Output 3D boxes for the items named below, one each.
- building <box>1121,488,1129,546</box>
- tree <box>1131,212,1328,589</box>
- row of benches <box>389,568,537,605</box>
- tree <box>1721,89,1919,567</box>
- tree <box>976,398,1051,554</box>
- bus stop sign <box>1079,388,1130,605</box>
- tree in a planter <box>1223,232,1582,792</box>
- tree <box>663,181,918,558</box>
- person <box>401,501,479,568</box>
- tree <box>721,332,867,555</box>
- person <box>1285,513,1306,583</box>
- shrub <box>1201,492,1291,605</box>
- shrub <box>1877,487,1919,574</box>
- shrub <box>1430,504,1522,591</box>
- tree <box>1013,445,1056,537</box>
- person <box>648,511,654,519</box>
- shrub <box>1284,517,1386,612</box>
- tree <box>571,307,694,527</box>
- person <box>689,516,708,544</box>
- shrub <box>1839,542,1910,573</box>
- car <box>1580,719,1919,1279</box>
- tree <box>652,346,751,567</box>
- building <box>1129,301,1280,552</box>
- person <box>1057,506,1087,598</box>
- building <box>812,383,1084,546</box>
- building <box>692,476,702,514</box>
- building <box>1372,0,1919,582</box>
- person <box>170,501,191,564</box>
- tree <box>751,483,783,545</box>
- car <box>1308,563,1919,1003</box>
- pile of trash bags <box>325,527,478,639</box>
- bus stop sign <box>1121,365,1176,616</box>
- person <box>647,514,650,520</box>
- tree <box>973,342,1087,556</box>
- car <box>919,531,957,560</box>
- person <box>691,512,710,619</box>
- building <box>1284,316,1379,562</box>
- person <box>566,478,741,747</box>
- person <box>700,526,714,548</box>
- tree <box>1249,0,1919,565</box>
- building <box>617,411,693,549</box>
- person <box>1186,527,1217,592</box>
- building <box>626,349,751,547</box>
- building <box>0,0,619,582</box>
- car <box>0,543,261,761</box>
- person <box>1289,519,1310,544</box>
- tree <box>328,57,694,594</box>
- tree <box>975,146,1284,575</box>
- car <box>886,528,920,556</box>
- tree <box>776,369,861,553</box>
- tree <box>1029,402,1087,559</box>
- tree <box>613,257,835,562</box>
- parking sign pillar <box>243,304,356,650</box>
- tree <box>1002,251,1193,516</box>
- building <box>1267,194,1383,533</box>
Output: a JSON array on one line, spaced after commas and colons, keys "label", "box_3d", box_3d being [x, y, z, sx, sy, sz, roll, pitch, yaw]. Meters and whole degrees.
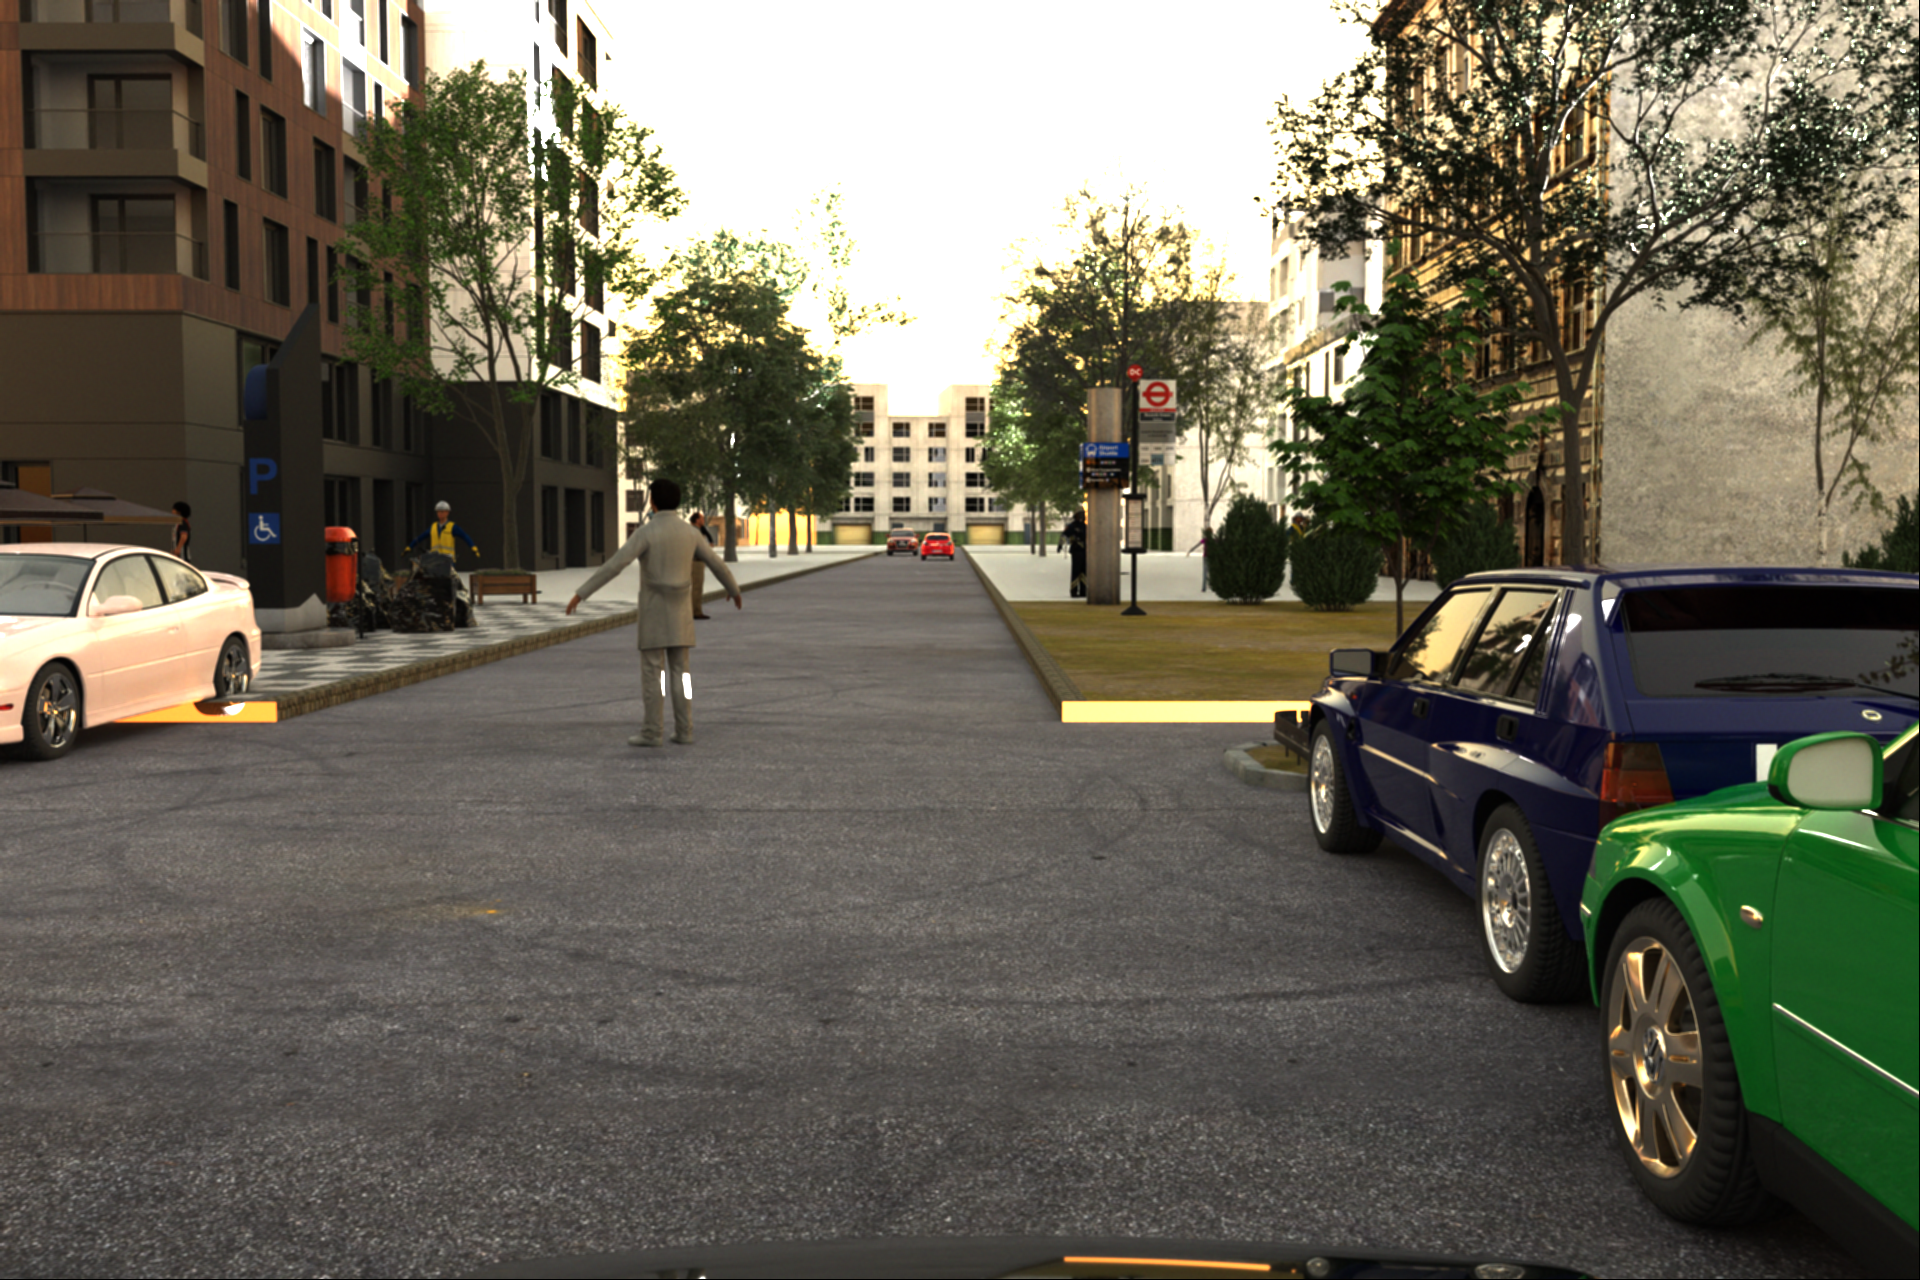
[{"label": "building", "box_3d": [21.391, -14.418, 177.874, 9.099, 9.664, 28.070, 0, 4, 0]}, {"label": "tree", "box_3d": [5.615, -5.506, 40.387, 4.360, 8.622, 3.978, 0, 3, 0]}, {"label": "row of benches", "box_3d": [-9.528, -0.951, 31.015, 4.104, 0.672, 1.422, -2, 4, -30]}, {"label": "tree", "box_3d": [14.467, -4.832, 29.369, 4.360, 8.622, 3.978, 0, 3, 0]}, {"label": "tree", "box_3d": [4.387, -10.683, 109.078, 8.767, 10.594, 7.601, 3, 5, 41]}, {"label": "bus stop sign", "box_3d": [2.615, -2.596, 31.464, 0.837, 3.901, 0.837, 0, 4, 0]}, {"label": "tree in a planter", "box_3d": [2.631, -0.801, 10.316, 1.991, 3.239, 1.994, 0, 3, 0]}, {"label": "tree", "box_3d": [-9.043, -14.494, 92.865, 12.611, 20.169, 13.585, 0, 3, 0]}, {"label": "person", "box_3d": [-7.757, -1.188, 25.892, 1.216, 1.772, 0.721, 0, 4, 7]}, {"label": "tree", "box_3d": [-10.390, -12.246, 106.870, 9.857, 13.997, 8.962, 0, 3, 0]}, {"label": "person", "box_3d": [8.478, -2.282, 43.284, 1.349, 1.833, 0.705, -3, 4, -37]}, {"label": "shrub", "box_3d": [5.234, -1.683, 31.551, 1.661, 2.075, 1.752, 0, 3, 0]}, {"label": "shrub", "box_3d": [13.811, -1.236, 24.621, 1.690, 2.028, 1.600, 0, 3, 0]}, {"label": "shrub", "box_3d": [9.484, -1.683, 31.940, 1.690, 2.028, 1.600, 0, 3, 0]}, {"label": "tree", "box_3d": [4.861, -10.178, 116.774, 4.737, 8.622, 4.395, 0, 3, 0]}, {"label": "person", "box_3d": [-6.793, -1.996, 38.757, 0.704, 1.817, 1.347, -1, 4, -13]}, {"label": "shrub", "box_3d": [6.226, -1.510, 28.732, 1.661, 2.075, 1.752, 0, 3, 0]}, {"label": "tree", "box_3d": [-10.325, -6.485, 56.396, 4.360, 8.622, 3.978, 0, 3, 0]}, {"label": "person", "box_3d": [-7.984, -2.821, 51.980, 0.705, 1.847, 1.347, 1, 4, 23]}, {"label": "shrub", "box_3d": [9.651, -0.441, 18.327, 1.383, 1.207, 1.383, 0, 3, 0]}, {"label": "car", "box_3d": [2.323, 0.401, 2.245, 1.959, 1.807, 4.718, 0, 3, 0]}, {"label": "tree", "box_3d": [-9.823, -7.179, 67.734, 4.360, 8.622, 3.978, 0, 3, 0]}, {"label": "building", "box_3d": [23.685, -16.734, 140.051, 16.747, 18.905, 31.486, 0, 4, 0]}, {"label": "person", "box_3d": [2.436, -1.789, 35.033, 1.354, 1.856, 0.705, -3, 4, -38]}, {"label": "building", "box_3d": [-1.947, -20.899, 210.613, 31.486, 18.905, 16.747, 0, 4, -6]}, {"label": "building", "box_3d": [-28.291, -13.353, 160.476, 9.099, 9.664, 28.070, 0, 4, 0]}, {"label": "building", "box_3d": [21.855, -12.947, 42.607, 19.493, 23.208, 18.063, 0, 4, 0]}, {"label": "person", "box_3d": [-13.053, -1.396, 28.971, 0.704, 1.843, 1.345, -2, 4, -26]}, {"label": "tree", "box_3d": [-23.827, -16.573, 205.386, 7.601, 10.594, 8.767, 0, 4, -4]}, {"label": "car", "box_3d": [2.505, 0.362, 6.654, 1.945, 1.354, 3.894, 0, 4, -1]}, {"label": "pile of trash bags", "box_3d": [-7.563, -0.783, 22.555, 1.912, 1.369, 3.447, 0, 4, 0]}, {"label": "bus stop sign", "box_3d": [2.975, -2.364, 27.352, 0.855, 3.939, 0.416, 0, 4, 0]}, {"label": "person", "box_3d": [-7.387, -2.193, 41.787, 1.347, 1.837, 0.705, 3, 5, 40]}, {"label": "tree", "box_3d": [4.379, -11.046, 98.728, 7.486, 12.596, 7.792, 0, 3, 0]}, {"label": "car", "box_3d": [-1.227, -5.303, 95.745, 2.155, 1.783, 4.494, 0, 3, 0]}, {"label": "person", "box_3d": [-4.405, -1.254, 29.234, 0.705, 1.796, 1.348, -1, 4, -17]}, {"label": "building", "box_3d": [19.452, -7.592, 66.272, 9.099, 9.664, 28.070, 0, 4, 0]}, {"label": "person", "box_3d": [-2.022, -0.192, 11.779, 1.347, 1.806, 0.705, -3, 5, -40]}, {"label": "person", "box_3d": [-7.150, -2.498, 47.021, 1.347, 1.806, 0.705, 2, 4, 35]}, {"label": "tree", "box_3d": [7.007, -5.184, 19.174, 8.767, 10.594, 7.601, 2, 4, 27]}, {"label": "building", "box_3d": [-24.860, -11.633, 132.346, 9.099, 9.664, 28.070, 0, 4, -1]}, {"label": "person", "box_3d": [5.520, -1.783, 38.421, 0.991, 1.433, 0.599, 0, 4, 6]}, {"label": "building", "box_3d": [-28.018, -19.689, 178.336, 16.016, 20.090, 11.380, 0, 4, -1]}, {"label": "building", "box_3d": [-28.267, -12.950, 55.702, 27.936, 21.610, 32.646, 0, 4, 0]}, {"label": "car", "box_3d": [-6.668, -0.005, 12.441, 2.083, 1.381, 4.827, 0, 4, -1]}, {"label": "person", "box_3d": [10.278, -2.736, 51.530, 1.217, 1.733, 0.721, -1, 4, -17]}, {"label": "tree", "box_3d": [-9.604, -6.817, 37.206, 9.928, 11.665, 9.643, 0, 3, 0]}, {"label": "tree", "box_3d": [4.933, -8.840, 54.900, 12.009, 13.543, 11.850, 0, 3, 0]}, {"label": "car", "box_3d": [-3.842, -6.596, 116.523, 2.281, 1.827, 5.304, 0, 4, -1]}, {"label": "tree", "box_3d": [-10.522, -12.289, 119.045, 7.486, 12.596, 7.792, 0, 3, 0]}, {"label": "tree", "box_3d": [5.393, -8.459, 88.660, 4.360, 8.622, 3.978, 0, 3, 0]}, {"label": "tree", "box_3d": [-10.631, -10.539, 78.967, 9.857, 13.997, 8.962, 0, 3, 0]}, {"label": "parking sign pillar", "box_3d": [-7.676, -1.910, 19.703, 1.447, 3.967, 1.447, 0, 4, 0]}, {"label": "tree", "box_3d": [5.401, -9.216, 68.803, 7.486, 12.596, 7.792, 0, 3, 0]}, {"label": "building", "box_3d": [22.694, -14.765, 97.835, 16.016, 20.090, 11.380, 0, 4, 0]}]
